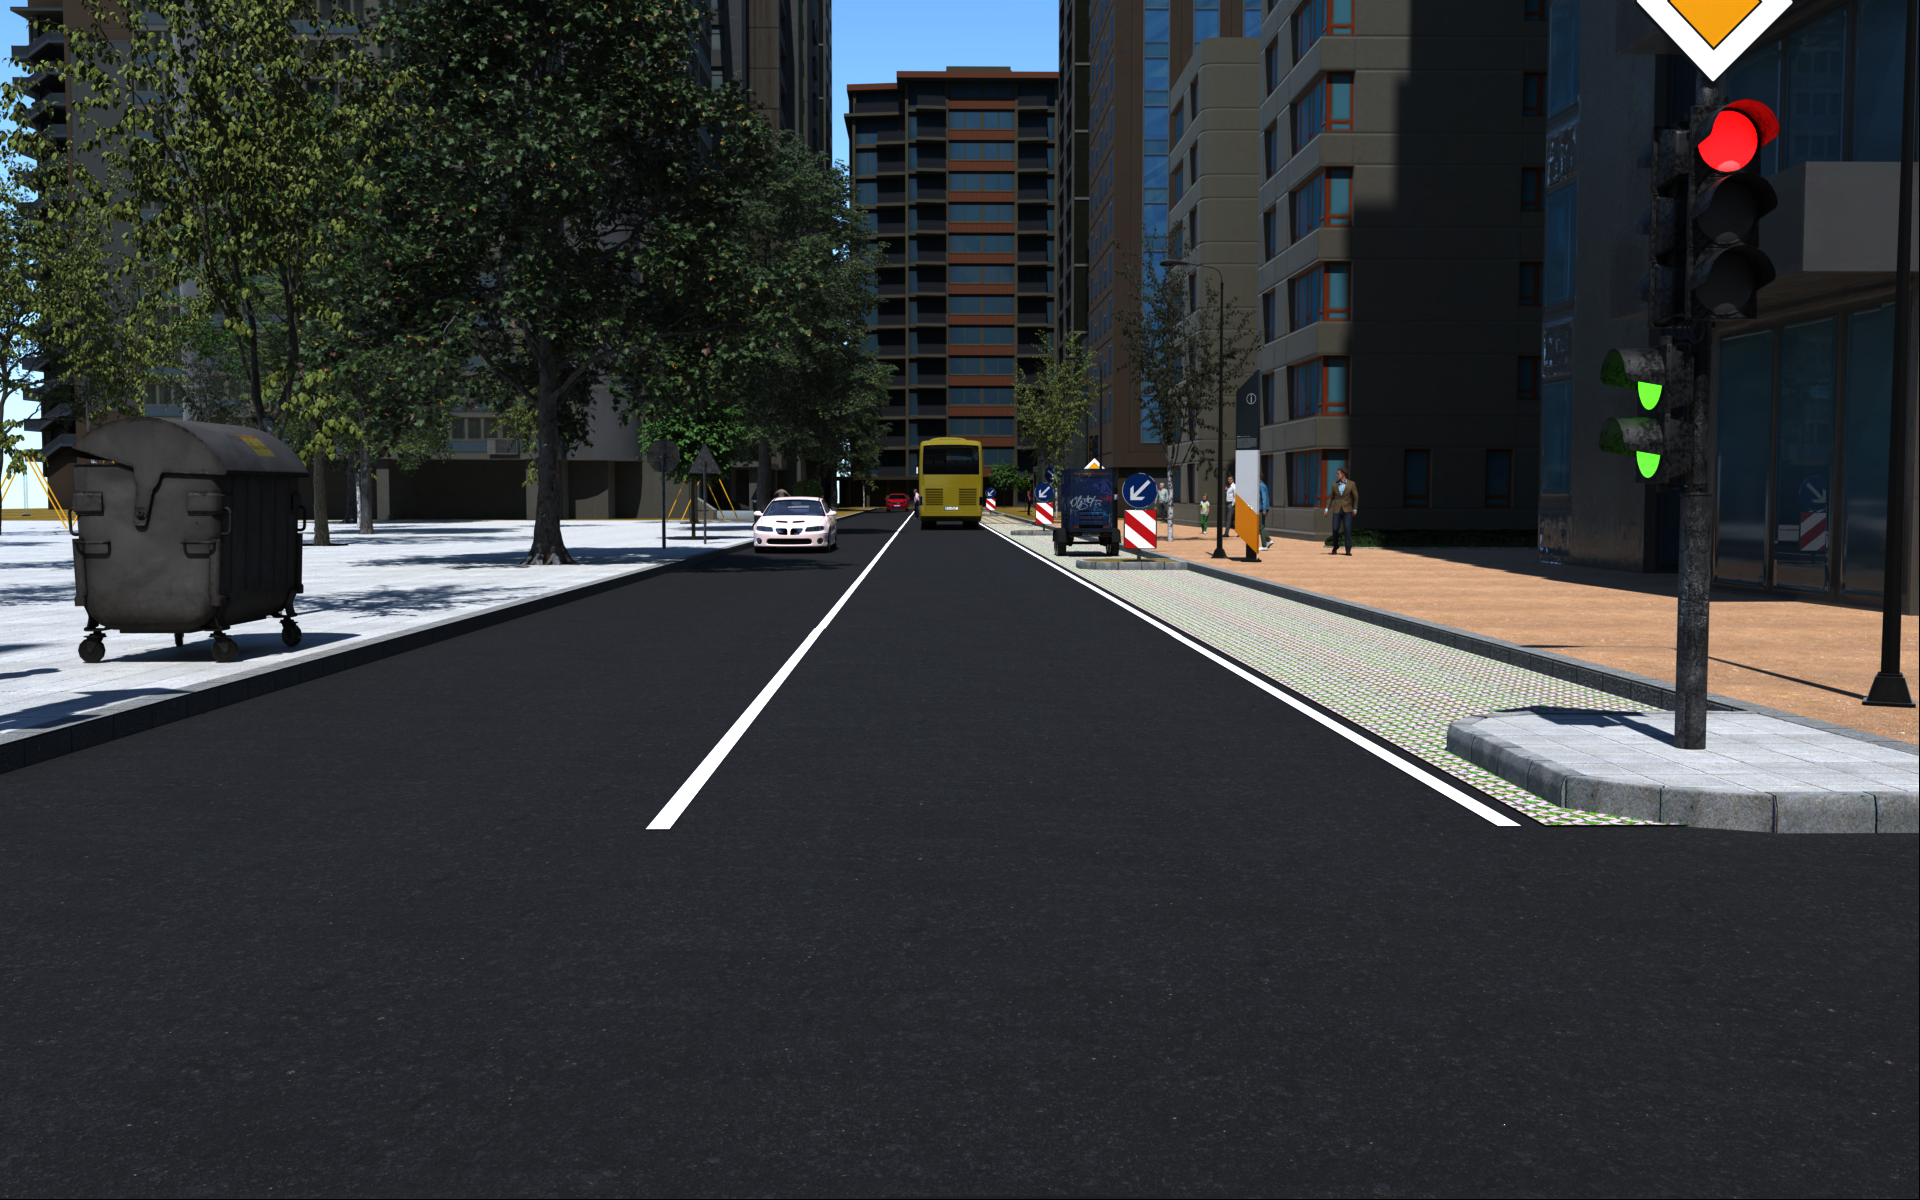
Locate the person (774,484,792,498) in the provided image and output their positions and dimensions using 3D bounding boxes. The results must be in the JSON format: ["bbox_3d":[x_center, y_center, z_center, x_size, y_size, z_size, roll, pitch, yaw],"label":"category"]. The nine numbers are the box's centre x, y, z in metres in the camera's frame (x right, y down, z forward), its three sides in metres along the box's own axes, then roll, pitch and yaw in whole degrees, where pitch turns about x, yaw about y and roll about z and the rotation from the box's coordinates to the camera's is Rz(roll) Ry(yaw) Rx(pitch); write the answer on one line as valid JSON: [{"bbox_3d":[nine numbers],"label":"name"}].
[{"bbox_3d":[-9.368,-5.203,91.110,1.348,1.824,0.705,1,4,13],"label":"person"}]

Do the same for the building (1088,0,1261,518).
[{"bbox_3d":[14.846,-27.363,97.492,14.600,45.320,14.200,0,4,-1],"label":"building"}]

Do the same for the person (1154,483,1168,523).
[{"bbox_3d":[8.848,-4.247,75.964,0.782,1.767,0.515,3,5,39],"label":"person"}]

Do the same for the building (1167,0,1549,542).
[{"bbox_3d":[23.113,-13.188,60.659,27.650,21.520,28.899,0,4,-1],"label":"building"}]

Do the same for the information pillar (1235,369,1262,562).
[{"bbox_3d":[5.430,-2.524,32.621,0.504,3.616,0.183,3,4,39],"label":"information pillar"}]

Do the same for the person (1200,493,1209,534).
[{"bbox_3d":[7.882,-2.783,55.791,0.306,1.304,0.590,1,4,8],"label":"person"}]

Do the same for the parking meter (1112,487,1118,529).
[{"bbox_3d":[4.999,-2.967,56.914,0.372,1.533,0.369,0,3,0],"label":"parking meter"}]

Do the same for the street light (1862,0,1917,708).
[{"bbox_3d":[5.127,-2.314,10.381,1.470,5.913,1.316,0,4,-1],"label":"street light"}]

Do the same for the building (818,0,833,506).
[{"bbox_3d":[-23.960,-45.278,178.539,20.611,71.187,20.563,0,4,-1],"label":"building"}]

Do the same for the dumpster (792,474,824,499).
[{"bbox_3d":[-7.345,-4.936,83.200,1.502,2.255,1.985,0,4,-1],"label":"dumpster"}]

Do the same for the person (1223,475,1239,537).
[{"bbox_3d":[8.042,-2.762,51.309,0.850,1.850,0.679,-1,4,-17],"label":"person"}]

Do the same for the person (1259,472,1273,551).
[{"bbox_3d":[6.870,-2.008,39.214,0.444,1.785,0.601,2,4,26],"label":"person"}]

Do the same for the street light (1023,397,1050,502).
[{"bbox_3d":[3.716,-6.734,82.643,1.470,5.913,1.316,0,4,-1],"label":"street light"}]

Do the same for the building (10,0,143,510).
[{"bbox_3d":[-69.749,-30.452,148.006,14.200,45.320,14.600,0,4,-1],"label":"building"}]

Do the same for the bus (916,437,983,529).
[{"bbox_3d":[-0.480,-5.057,74.230,2.896,3.916,12.252,0,4,-1],"label":"bus"}]

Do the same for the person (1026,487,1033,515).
[{"bbox_3d":[4.229,-5.937,103.800,0.721,1.739,1.217,1,4,9],"label":"person"}]

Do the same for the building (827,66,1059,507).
[{"bbox_3d":[1.135,-32.160,180.437,28.867,44.769,22.147,0,4,-1],"label":"building"}]

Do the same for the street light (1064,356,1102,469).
[{"bbox_3d":[4.222,-5.261,58.556,1.470,5.913,1.316,0,4,-1],"label":"street light"}]

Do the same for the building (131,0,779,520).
[{"bbox_3d":[-26.623,-24.645,94.823,32.217,40.220,23.993,0,4,-1],"label":"building"}]

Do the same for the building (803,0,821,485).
[{"bbox_3d":[-22.949,-31.897,145.210,21.600,48.544,21.300,0,4,-1],"label":"building"}]

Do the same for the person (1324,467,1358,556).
[{"bbox_3d":[7.986,-1.857,36.315,0.656,1.842,0.836,0,4,-5],"label":"person"}]

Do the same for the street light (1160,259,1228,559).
[{"bbox_3d":[4.651,-3.788,34.468,1.470,5.913,1.316,0,4,-1],"label":"street light"}]

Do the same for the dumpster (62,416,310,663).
[{"bbox_3d":[-6.117,-0.492,13.810,1.264,1.857,1.865,0,4,-1],"label":"dumpster"}]

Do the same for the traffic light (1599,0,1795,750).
[{"bbox_3d":[3.673,-1.206,8.645,0.839,4.253,0.868,0,4,-1],"label":"traffic light"}]

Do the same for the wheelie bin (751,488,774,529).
[{"bbox_3d":[-7.039,-3.312,62.066,0.980,1.594,0.693,3,4,38],"label":"wheelie bin"}]

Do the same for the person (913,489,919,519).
[{"bbox_3d":[-2.513,-5.433,98.265,0.436,1.711,0.756,1,4,13],"label":"person"}]

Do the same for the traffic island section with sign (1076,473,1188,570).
[{"bbox_3d":[3.263,-1.512,33.357,1.989,1.847,2.006,0,4,-1],"label":"traffic island section with sign"}]

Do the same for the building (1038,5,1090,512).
[{"bbox_3d":[17.561,-49.307,118.846,22.319,86.520,31.000,0,4,-1],"label":"building"}]

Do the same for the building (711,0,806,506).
[{"bbox_3d":[-17.734,-26.330,114.089,14.154,41.232,14.086,0,4,-1],"label":"building"}]

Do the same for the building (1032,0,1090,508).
[{"bbox_3d":[17.039,-43.256,145.493,20.563,71.187,20.611,0,4,-1],"label":"building"}]

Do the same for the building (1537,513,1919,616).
[{"bbox_3d":[23.859,-24.592,21.683,30.456,49.044,23.786,0,4,-1],"label":"building"}]
